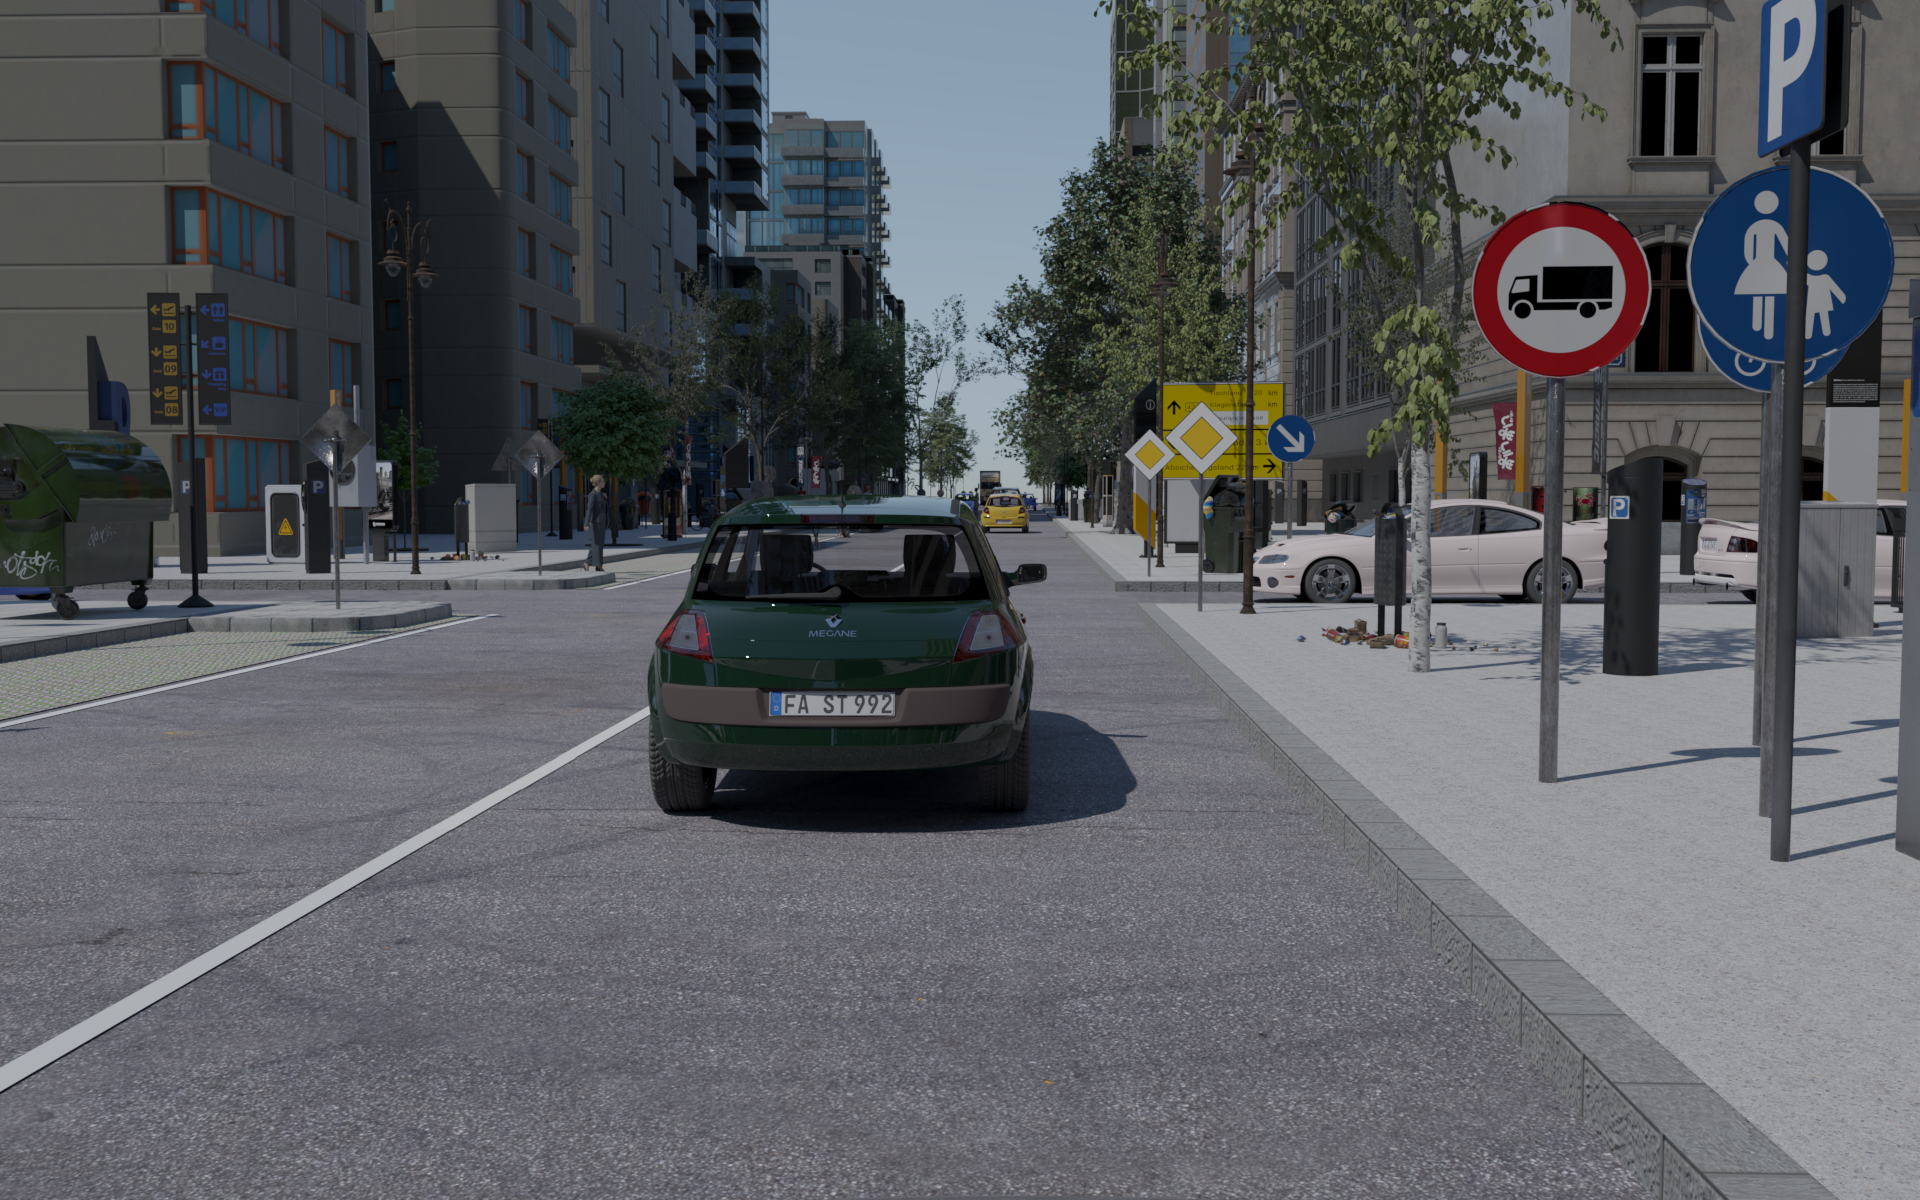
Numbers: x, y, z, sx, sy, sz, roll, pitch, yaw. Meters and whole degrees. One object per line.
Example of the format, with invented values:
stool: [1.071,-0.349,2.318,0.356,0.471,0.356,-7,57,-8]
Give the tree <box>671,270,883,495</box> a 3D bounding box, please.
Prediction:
tree: [-8.087,-8.390,71.587,8.767,10.594,7.601,0,4,3]

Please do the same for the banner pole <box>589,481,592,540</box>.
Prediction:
banner pole: [-10.258,-3.575,48.466,0.401,3.779,0.863,-2,4,-28]

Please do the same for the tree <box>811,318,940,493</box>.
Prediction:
tree: [-6.045,-11.871,112.219,7.486,12.596,7.792,0,3,0]

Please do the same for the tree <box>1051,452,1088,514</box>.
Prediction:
tree: [7.572,-7.893,112.767,4.285,4.588,4.351,0,3,0]

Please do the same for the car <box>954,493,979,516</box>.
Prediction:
car: [0.320,-6.508,115.991,1.945,1.707,3.694,0,4,2]

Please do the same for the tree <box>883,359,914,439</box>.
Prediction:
tree: [-6.484,-9.248,85.625,8.767,10.594,7.601,0,4,-8]

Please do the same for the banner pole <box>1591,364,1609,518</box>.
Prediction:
banner pole: [10.013,-2.269,27.108,0.401,3.779,0.863,3,4,37]

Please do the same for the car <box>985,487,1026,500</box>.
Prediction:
car: [2.528,-5.313,95.536,2.281,1.827,5.304,0,4,1]

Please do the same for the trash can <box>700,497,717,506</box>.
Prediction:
trash can: [-11.075,-3.962,76.436,0.748,1.137,0.748,0,3,0]

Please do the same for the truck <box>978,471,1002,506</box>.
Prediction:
truck: [3.646,-13.464,209.056,2.839,4.237,11.283,0,4,2]

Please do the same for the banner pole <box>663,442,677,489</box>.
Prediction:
banner pole: [-13.861,-5.697,83.164,0.863,3.779,0.401,1,4,15]

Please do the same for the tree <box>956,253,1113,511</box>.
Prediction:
tree: [6.973,-16.888,132.008,12.611,20.169,13.585,0,3,0]

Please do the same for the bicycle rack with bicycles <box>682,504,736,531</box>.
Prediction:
bicycle rack with bicycles: [-8.248,-2.871,60.322,2.925,0.926,2.852,-3,5,-44]

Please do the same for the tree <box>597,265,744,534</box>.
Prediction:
tree: [-9.018,-6.407,55.118,4.360,8.622,3.978,0,3,0]

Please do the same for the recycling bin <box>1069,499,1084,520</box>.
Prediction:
recycling bin: [5.743,-4.413,84.699,0.722,1.027,0.722,-1,4,-9]

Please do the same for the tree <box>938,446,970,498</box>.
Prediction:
tree: [-0.608,-18.497,252.785,4.360,8.622,3.978,0,3,0]

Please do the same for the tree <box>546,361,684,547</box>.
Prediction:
tree: [-8.517,-3.622,42.934,4.285,4.588,4.351,0,3,0]

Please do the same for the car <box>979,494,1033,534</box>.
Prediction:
car: [1.702,-3.313,64.392,2.015,1.641,3.980,0,4,3]

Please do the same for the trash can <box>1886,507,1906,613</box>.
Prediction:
trash can: [10.378,-0.428,18.647,0.748,1.137,0.748,0,3,0]

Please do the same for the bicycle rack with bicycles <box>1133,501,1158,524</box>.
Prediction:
bicycle rack with bicycles: [8.848,-3.678,73.519,2.925,0.926,2.852,-3,4,-36]

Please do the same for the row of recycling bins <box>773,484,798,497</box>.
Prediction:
row of recycling bins: [-7.233,-3.939,71.516,1.069,1.692,3.534,0,4,-2]

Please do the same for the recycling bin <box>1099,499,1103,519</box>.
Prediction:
recycling bin: [7.105,-4.629,88.244,0.722,1.027,0.722,-3,5,-41]

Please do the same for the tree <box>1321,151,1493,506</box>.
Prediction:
tree: [9.521,-5.285,36.767,4.360,8.622,3.978,0,3,0]

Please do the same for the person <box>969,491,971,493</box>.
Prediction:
person: [0.947,-9.393,162.797,1.217,1.735,0.721,-1,4,-14]

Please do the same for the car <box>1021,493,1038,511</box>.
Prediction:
car: [5.696,-8.481,148.254,1.945,1.707,3.694,0,4,1]

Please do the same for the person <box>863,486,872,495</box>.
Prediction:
person: [-3.595,-3.635,68.502,0.480,1.755,0.524,1,4,16]

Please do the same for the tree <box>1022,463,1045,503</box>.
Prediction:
tree: [12.693,-20.522,253.656,7.486,12.596,7.792,0,3,0]

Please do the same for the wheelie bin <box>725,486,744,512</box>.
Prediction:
wheelie bin: [-8.359,-3.432,64.027,0.693,1.594,0.980,-1,4,-12]

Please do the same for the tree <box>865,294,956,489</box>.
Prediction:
tree: [-2.469,-18.794,163.171,12.611,20.169,13.585,0,3,0]

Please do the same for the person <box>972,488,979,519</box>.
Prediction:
person: [0.829,-5.121,92.563,0.374,1.781,0.599,-1,4,-12]

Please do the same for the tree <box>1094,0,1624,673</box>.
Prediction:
tree: [3.081,-3.784,12.231,4.737,8.622,4.395,0,3,0]

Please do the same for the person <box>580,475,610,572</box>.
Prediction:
person: [-6.533,-1.350,30.986,0.534,1.772,0.576,-1,4,-13]

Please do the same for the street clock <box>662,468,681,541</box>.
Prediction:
street clock: [-7.874,-2.616,47.343,0.358,2.002,0.471,3,5,44]

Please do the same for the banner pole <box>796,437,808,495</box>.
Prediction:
banner pole: [-6.924,-5.290,76.511,0.863,3.779,0.401,3,5,41]

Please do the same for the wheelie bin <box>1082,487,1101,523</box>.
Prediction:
wheelie bin: [5.928,-4.280,77.882,0.693,1.594,0.980,-3,5,-43]

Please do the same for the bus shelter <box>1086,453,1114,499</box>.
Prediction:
bus shelter: [7.523,-6.335,94.852,1.731,3.624,6.357,0,4,2]

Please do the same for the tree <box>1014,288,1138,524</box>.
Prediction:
tree: [6.106,-8.577,74.643,7.601,10.594,8.767,3,5,43]

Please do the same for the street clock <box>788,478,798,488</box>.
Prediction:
street clock: [-7.689,-4.620,80.111,0.471,2.002,0.358,-2,4,-33]

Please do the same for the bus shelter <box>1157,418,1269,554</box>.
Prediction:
bus shelter: [5.108,-2.508,34.926,2.014,3.302,5.546,0,4,2]

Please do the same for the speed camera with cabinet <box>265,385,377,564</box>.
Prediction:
speed camera with cabinet: [-11.703,-2.283,31.669,2.038,3.252,0.660,1,4,18]

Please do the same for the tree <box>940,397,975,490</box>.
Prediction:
tree: [-2.101,-17.376,202.228,7.486,12.596,7.792,0,3,0]

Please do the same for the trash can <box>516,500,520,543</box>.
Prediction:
trash can: [-11.383,-1.941,43.389,0.748,1.137,0.748,0,3,0]

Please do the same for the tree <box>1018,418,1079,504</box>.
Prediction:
tree: [12.590,-19.410,243.104,9.928,11.665,9.643,0,3,0]

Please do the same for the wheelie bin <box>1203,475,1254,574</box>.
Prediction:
wheelie bin: [4.368,-1.241,28.195,0.693,1.594,0.980,3,5,41]

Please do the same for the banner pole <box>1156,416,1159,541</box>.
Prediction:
banner pole: [5.422,-3.518,47.536,0.401,3.779,0.863,-2,4,-26]

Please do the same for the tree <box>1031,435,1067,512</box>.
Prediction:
tree: [6.944,-10.518,122.335,4.360,8.622,3.978,0,3,0]

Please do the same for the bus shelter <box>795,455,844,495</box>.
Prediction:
bus shelter: [-7.538,-6.069,93.155,2.014,3.302,5.546,0,4,2]

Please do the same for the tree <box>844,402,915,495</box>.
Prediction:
tree: [-6.118,-10.410,120.568,4.737,8.622,4.395,0,3,0]

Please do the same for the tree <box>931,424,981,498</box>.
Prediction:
tree: [-1.119,-19.546,245.336,9.928,11.665,9.643,0,3,0]

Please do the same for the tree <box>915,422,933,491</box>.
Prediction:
tree: [-4.392,-11.160,132.826,4.737,8.622,4.395,0,3,0]

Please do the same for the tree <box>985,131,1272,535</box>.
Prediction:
tree: [5.375,-8.437,54.945,9.611,12.733,9.660,0,3,0]

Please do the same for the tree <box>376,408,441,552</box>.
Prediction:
tree: [-12.625,-2.711,38.927,1.663,3.219,1.824,0,3,0]
